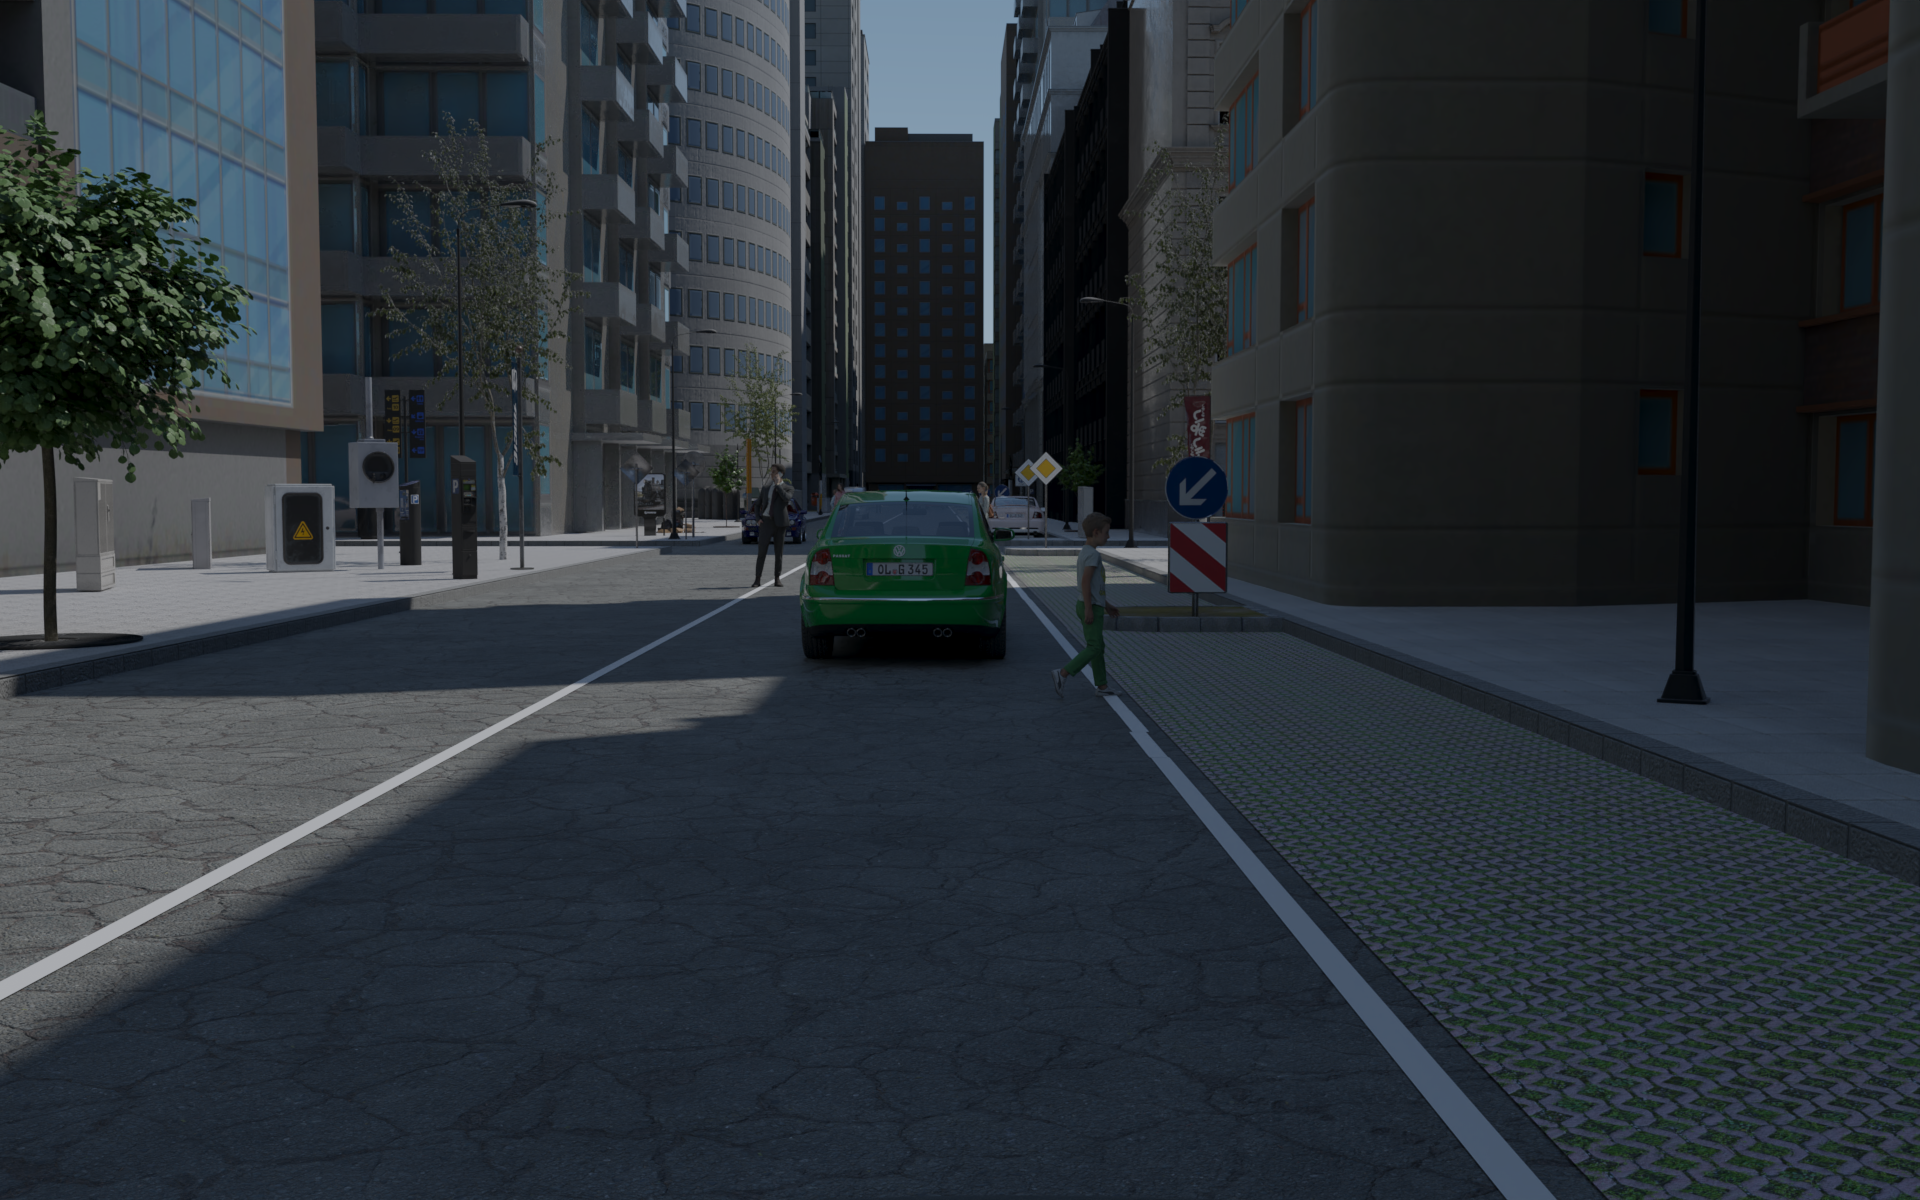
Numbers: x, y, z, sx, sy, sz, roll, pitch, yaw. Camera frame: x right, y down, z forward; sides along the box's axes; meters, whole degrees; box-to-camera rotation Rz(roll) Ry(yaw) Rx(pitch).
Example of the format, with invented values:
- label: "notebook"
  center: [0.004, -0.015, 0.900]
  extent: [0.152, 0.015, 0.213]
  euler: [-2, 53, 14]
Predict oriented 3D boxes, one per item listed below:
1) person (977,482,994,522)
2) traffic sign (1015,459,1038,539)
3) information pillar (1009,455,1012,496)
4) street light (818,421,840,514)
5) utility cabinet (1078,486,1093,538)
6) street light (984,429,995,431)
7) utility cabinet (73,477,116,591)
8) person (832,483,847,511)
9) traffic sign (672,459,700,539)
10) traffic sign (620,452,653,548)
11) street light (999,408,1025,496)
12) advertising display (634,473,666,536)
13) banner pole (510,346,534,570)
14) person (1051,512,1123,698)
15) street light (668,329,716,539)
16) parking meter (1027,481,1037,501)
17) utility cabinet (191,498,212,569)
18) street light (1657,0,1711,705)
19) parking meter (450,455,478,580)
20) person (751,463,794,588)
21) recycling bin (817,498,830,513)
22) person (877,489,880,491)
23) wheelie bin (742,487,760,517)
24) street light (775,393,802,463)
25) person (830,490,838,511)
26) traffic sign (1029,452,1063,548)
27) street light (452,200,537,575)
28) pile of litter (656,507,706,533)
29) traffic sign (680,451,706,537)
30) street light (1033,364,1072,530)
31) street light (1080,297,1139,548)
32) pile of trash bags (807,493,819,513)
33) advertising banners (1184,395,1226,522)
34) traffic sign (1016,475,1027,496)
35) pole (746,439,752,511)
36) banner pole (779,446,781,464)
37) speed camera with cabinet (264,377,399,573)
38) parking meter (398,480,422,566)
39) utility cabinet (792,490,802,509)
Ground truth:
- label: "person"
  center: [0.500, -1.778, 38.571]
  extent: [0.522, 1.701, 0.512]
  euler: [-1, 4, -21]
- label: "traffic sign"
  center: [1.939, -2.780, 49.093]
  extent: [0.795, 2.450, 0.064]
  euler: [0, 4, -1]
- label: "information pillar"
  center: [2.985, -6.815, 102.783]
  extent: [0.183, 3.616, 0.504]
  euler: [1, 4, 19]
- label: "street light"
  center: [-8.390, -8.456, 110.794]
  extent: [1.470, 5.913, 1.316]
  euler: [0, 4, -1]
- label: "utility cabinet"
  center: [3.671, -2.560, 50.536]
  extent: [0.318, 1.500, 1.173]
  euler: [0, 4, -3]
- label: "street light"
  center: [2.405, -9.239, 123.604]
  extent: [1.470, 5.913, 1.316]
  euler: [0, 4, -1]
- label: "utility cabinet"
  center: [-11.548, -0.885, 23.148]
  extent: [0.318, 1.500, 1.173]
  euler: [-1, 4, -18]
- label: "person"
  center: [-4.287, -3.265, 61.888]
  extent: [0.555, 1.821, 0.388]
  euler: [0, 4, 4]
- label: "traffic sign"
  center: [-7.754, -2.774, 48.994]
  extent: [0.795, 2.450, 0.064]
  euler: [0, 4, -1]
- label: "traffic sign"
  center: [-7.656, -2.285, 41.009]
  extent: [0.795, 2.450, 0.064]
  euler: [0, 4, -1]
- label: "street light"
  center: [2.908, -7.371, 93.055]
  extent: [1.470, 5.913, 1.316]
  euler: [0, 4, -1]
- label: "advertising display"
  center: [-9.543, -2.941, 53.302]
  extent: [0.974, 1.923, 0.123]
  euler: [0, 4, 1]
- label: "banner pole"
  center: [-7.434, -2.391, 29.109]
  extent: [0.401, 3.779, 0.863]
  euler: [0, 4, -3]
- label: "person"
  center: [0.890, 0.037, 12.151]
  extent: [0.590, 1.304, 0.306]
  euler: [-2, 4, -25]
- label: "street light"
  center: [-7.559, -4.672, 48.932]
  extent: [1.470, 5.913, 1.316]
  euler: [0, 4, -1]
- label: "parking meter"
  center: [3.141, -4.292, 75.883]
  extent: [0.399, 1.863, 0.255]
  euler: [1, 4, 16]
- label: "utility cabinet"
  center: [-13.119, -1.149, 29.943]
  extent: [0.306, 1.237, 1.020]
  euler: [-1, 4, -22]
- label: "street light"
  center: [3.933, -2.323, 10.529]
  extent: [1.470, 5.913, 1.316]
  euler: [0, 4, -1]
- label: "parking meter"
  center: [-7.473, -1.248, 26.113]
  extent: [0.255, 1.863, 0.399]
  euler: [-3, 5, -42]
- label: "person"
  center: [-2.884, -1.152, 26.703]
  extent: [0.648, 1.900, 0.474]
  euler: [0, 4, 1]
- label: "recycling bin"
  center: [-9.263, -6.430, 117.682]
  extent: [0.722, 1.027, 0.722]
  euler: [1, 4, 17]
- label: "person"
  center: [-6.083, -7.373, 129.146]
  extent: [1.348, 1.812, 0.705]
  euler: [0, 4, 1]
- label: "wheelie bin"
  center: [-9.775, -4.484, 81.229]
  extent: [0.980, 1.594, 0.693]
  euler: [-2, 4, -30]
- label: "street light"
  center: [-7.945, -6.552, 79.672]
  extent: [1.470, 5.913, 1.316]
  euler: [0, 4, -1]
- label: "person"
  center: [-4.717, -3.386, 65.672]
  extent: [0.330, 1.601, 0.589]
  euler: [1, 4, 23]
- label: "traffic sign"
  center: [2.038, -2.292, 41.108]
  extent: [0.795, 2.450, 0.064]
  euler: [0, 4, -1]
- label: "street light"
  center: [-7.379, -3.361, 27.487]
  extent: [1.470, 5.913, 1.316]
  euler: [0, 4, -1]
- label: "pile of litter"
  center: [-9.254, -2.648, 57.264]
  extent: [1.719, 0.858, 1.176]
  euler: [0, 4, -3]
- label: "traffic sign"
  center: [-7.889, -3.123, 51.167]
  extent: [0.768, 2.556, 0.104]
  euler: [0, 4, 6]
- label: "street light"
  center: [3.305, -5.478, 62.113]
  extent: [1.470, 5.913, 1.316]
  euler: [0, 4, -1]
- label: "street light"
  center: [3.534, -4.192, 41.077]
  extent: [1.470, 5.913, 1.316]
  euler: [0, 4, -1]
- label: "pile of trash bags"
  center: [-11.099, -6.742, 119.990]
  extent: [3.447, 1.369, 1.912]
  euler: [3, 4, 36]
- label: "advertising banners"
  center: [4.849, -2.085, 30.278]
  extent: [2.074, 3.025, 0.090]
  euler: [2, 4, 32]
- label: "traffic sign"
  center: [3.220, -5.442, 91.114]
  extent: [0.606, 2.300, 0.079]
  euler: [0, 4, 4]
- label: "pole"
  center: [-7.795, -4.290, 63.987]
  extent: [0.158, 3.312, 0.155]
  euler: [0, 3, 0]
- label: "banner pole"
  center: [-9.190, -6.030, 88.605]
  extent: [0.401, 3.779, 0.863]
  euler: [-1, 4, -10]
- label: "speed camera with cabinet"
  center: [-10.461, -2.111, 28.851]
  extent: [2.038, 3.252, 0.660]
  euler: [-3, 4, -36]
- label: "parking meter"
  center: [-9.908, -1.394, 31.207]
  extent: [0.372, 1.533, 0.369]
  euler: [0, 3, 0]
- label: "utility cabinet"
  center: [-8.330, -4.792, 87.024]
  extent: [0.318, 1.500, 1.173]
  euler: [1, 4, 22]
